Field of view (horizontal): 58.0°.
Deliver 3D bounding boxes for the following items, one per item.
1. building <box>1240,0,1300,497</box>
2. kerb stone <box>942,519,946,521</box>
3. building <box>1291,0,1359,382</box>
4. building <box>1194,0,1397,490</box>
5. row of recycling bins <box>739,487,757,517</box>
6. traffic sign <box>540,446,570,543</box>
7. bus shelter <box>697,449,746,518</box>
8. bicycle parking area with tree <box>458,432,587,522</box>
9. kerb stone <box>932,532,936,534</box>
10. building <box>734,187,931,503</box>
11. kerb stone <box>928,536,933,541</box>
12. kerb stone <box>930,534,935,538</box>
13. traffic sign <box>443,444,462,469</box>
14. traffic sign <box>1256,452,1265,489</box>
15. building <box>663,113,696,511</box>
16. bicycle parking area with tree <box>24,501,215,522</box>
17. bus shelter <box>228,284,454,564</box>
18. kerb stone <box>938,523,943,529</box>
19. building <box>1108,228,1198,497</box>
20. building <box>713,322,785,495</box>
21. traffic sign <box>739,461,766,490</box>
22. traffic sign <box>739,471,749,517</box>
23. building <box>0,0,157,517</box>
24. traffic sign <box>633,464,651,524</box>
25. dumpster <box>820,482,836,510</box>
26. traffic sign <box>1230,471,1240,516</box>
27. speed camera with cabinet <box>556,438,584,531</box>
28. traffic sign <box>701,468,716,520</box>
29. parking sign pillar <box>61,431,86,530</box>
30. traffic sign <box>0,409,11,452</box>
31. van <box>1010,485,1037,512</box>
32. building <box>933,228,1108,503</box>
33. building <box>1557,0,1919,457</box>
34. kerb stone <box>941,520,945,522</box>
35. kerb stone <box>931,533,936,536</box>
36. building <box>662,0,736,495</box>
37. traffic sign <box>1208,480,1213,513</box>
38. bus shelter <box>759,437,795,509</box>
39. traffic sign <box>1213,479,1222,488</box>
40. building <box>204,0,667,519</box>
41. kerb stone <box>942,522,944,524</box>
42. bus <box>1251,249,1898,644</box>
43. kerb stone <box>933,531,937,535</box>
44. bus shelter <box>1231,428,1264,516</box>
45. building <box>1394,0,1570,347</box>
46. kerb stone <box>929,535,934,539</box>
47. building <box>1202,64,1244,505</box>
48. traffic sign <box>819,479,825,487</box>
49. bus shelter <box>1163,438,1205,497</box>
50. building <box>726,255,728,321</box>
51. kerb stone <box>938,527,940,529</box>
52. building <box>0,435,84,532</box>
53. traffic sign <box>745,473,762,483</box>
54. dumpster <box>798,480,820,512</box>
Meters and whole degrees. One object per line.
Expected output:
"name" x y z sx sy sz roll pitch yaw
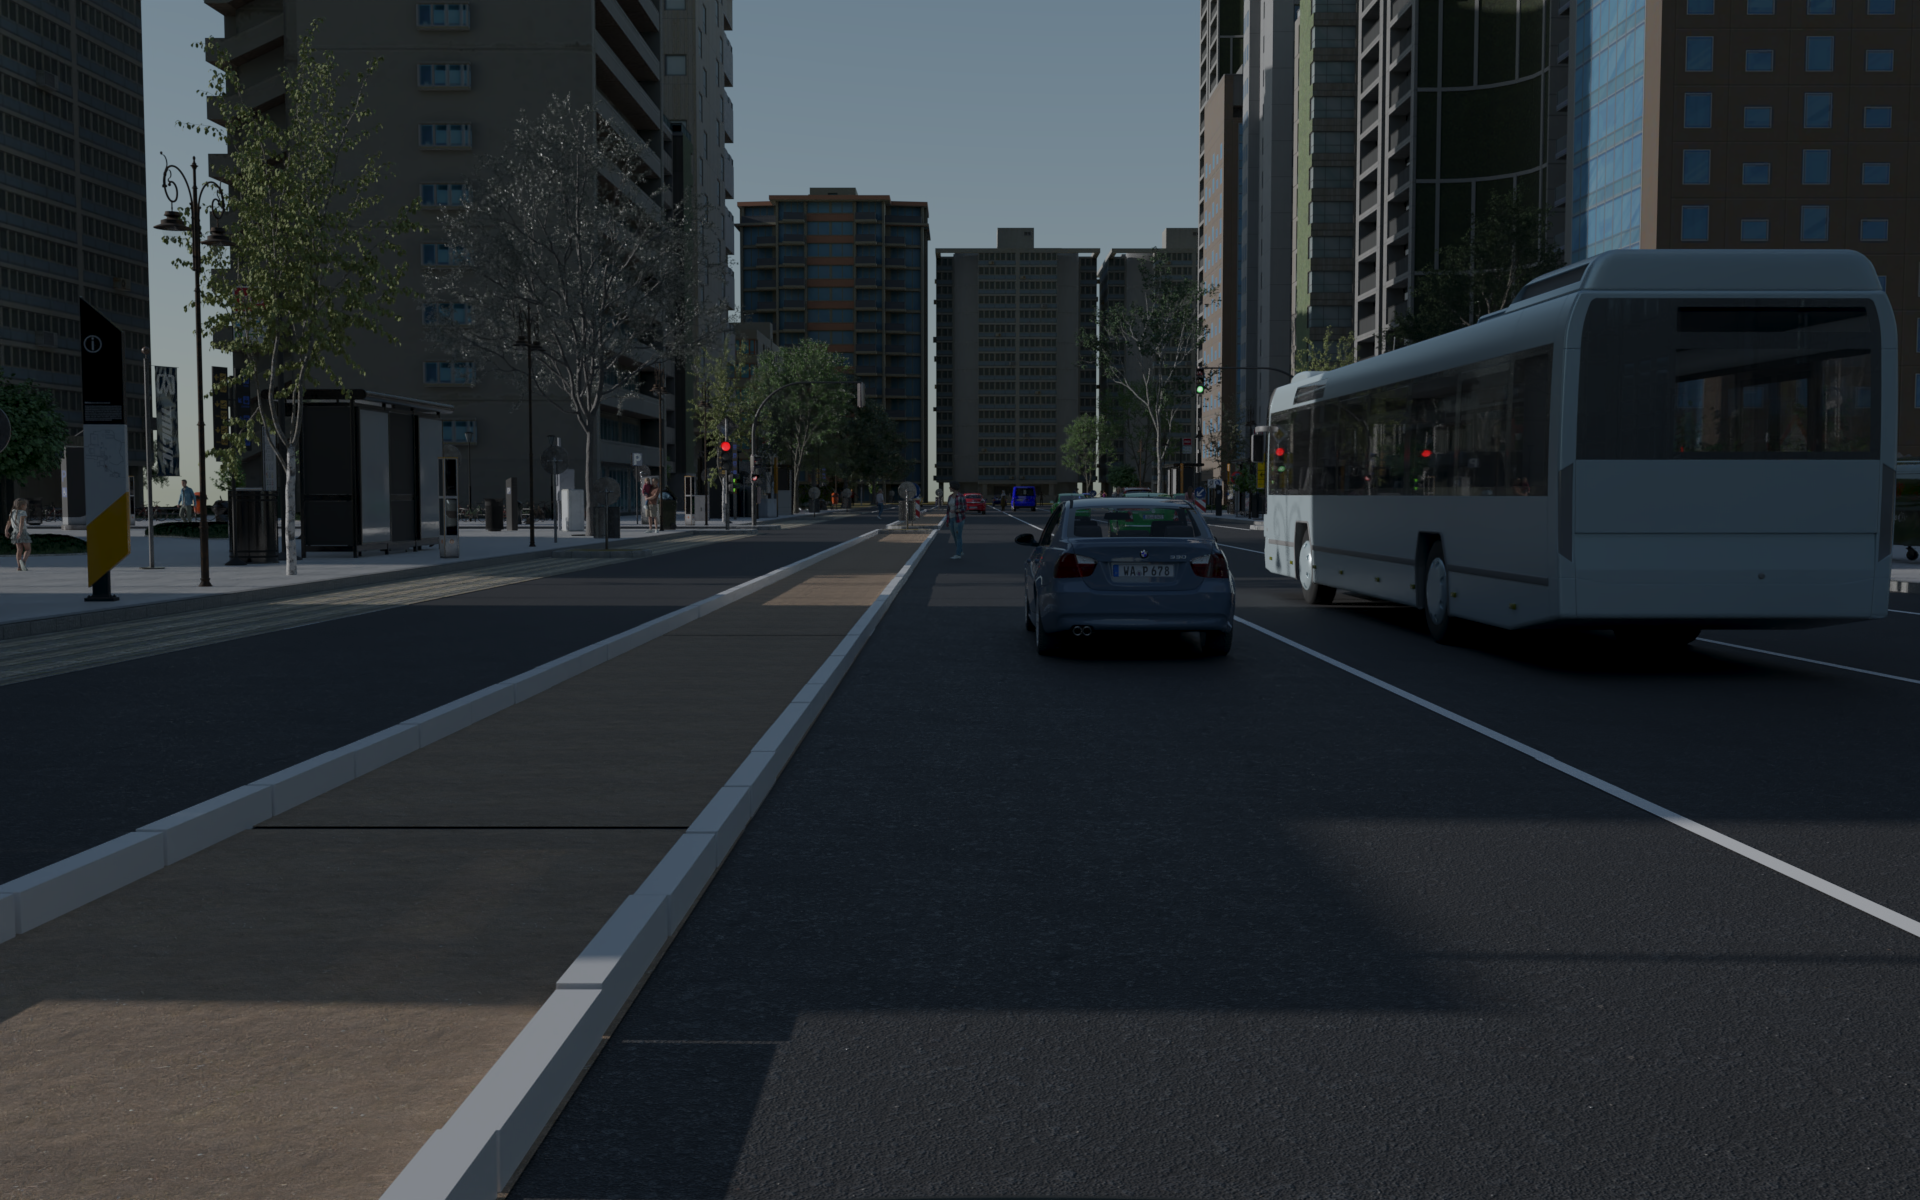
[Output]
"building" 36.723 -37.783 159.752 21.231 58.520 28.212 0 3 0
"kerb stone" -0.852 -3.560 80.438 0.120 0.150 1.000 0 3 0
"building" 32.697 -27.518 133.511 14.154 41.232 14.086 0 3 0
"building" 36.741 -46.509 198.667 20.563 71.187 20.611 0 3 0
"row of recycling bins" -12.396 -5.488 96.834 1.069 1.692 3.534 -2 4 -34
"traffic sign" -10.636 -2.776 45.486 0.768 2.556 0.104 0 4 1
"bus shelter" -12.548 -6.130 91.510 1.731 3.624 6.357 0 3 0
"bicycle parking area with tree" -21.416 -5.838 82.448 8.231 4.147 9.016 -3 5 -44
"kerb stone" -0.901 -1.961 54.260 0.120 0.150 1.000 0 3 0
"building" -18.765 -36.416 250.030 28.867 44.769 22.147 0 3 0
"kerb stone" -0.903 -1.647 49.139 0.120 0.150 1.000 0 3 0
"kerb stone" -0.903 -1.836 52.212 0.120 0.150 1.000 0 3 0
"traffic sign" -13.087 -2.696 44.187 0.768 2.556 0.104 0 4 7
"traffic sign" 15.619 -5.549 84.605 2.265 3.308 0.079 0 4 2
"building" -27.865 -21.854 129.021 14.160 30.474 14.107 0 3 0
"bicycle parking area with tree" -40.886 -5.895 83.387 9.016 4.147 8.231 -2 4 -26
"bus shelter" -12.856 -3.567 35.954 2.179 5.291 8.768 0 3 0
"kerb stone" -0.862 -2.998 71.215 0.120 0.150 1.000 0 3 0
"building" 32.813 -34.476 255.555 23.993 40.220 32.217 0 3 0
"building" -35.738 -21.465 195.990 28.899 21.520 27.650 0 3 0
"traffic sign" -13.193 -6.964 107.741 2.265 3.308 0.079 0 4 1
"traffic sign" -11.843 -5.795 94.852 0.768 2.556 0.104 0 4 8
"building" -60.986 -24.669 95.220 23.993 40.220 32.217 0 3 0
"traffic sign" -13.669 -4.544 74.408 0.768 2.556 0.104 1 4 9
"dumpster" -10.920 -8.487 141.248 1.502 2.255 1.985 0 3 0
"traffic sign" 15.453 -5.897 96.523 0.768 2.556 0.104 1 4 8
"speed camera with cabinet" -13.597 -4.034 60.288 0.660 3.252 2.038 -2 4 -25
"traffic sign" -12.265 -5.164 84.538 0.768 2.556 0.104 0 4 5
"parking sign pillar" -31.380 -4.493 61.925 1.447 3.967 1.447 3 4 38
"traffic sign" -13.542 -1.463 24.027 0.768 2.556 0.104 0 4 1
"van" 5.274 -8.498 143.326 2.240 2.365 5.245 0 3 0
"building" 8.105 -34.469 255.442 23.993 40.220 32.217 0 3 0
"building" 38.506 -26.559 84.350 14.200 45.320 14.600 0 3 0
"kerb stone" -0.852 -3.374 77.360 0.120 0.150 1.000 0 3 0
"kerb stone" -0.898 -1.895 53.238 0.120 0.150 1.000 0 3 0
"building" -35.520 -34.846 158.979 28.713 52.752 27.495 0 3 0
"traffic sign" 17.319 -7.154 119.089 0.606 2.300 0.079 0 4 3
"bus shelter" -12.859 -8.899 123.124 2.179 5.291 8.768 0 3 0
"traffic sign" 17.472 -7.058 117.522 0.606 2.300 0.079 0 4 2
"building" -29.348 -29.043 98.555 21.300 48.544 21.600 0 3 0
"kerb stone" -0.862 -3.123 73.262 0.120 0.150 1.000 0 3 0
"bus" 5.744 -1.517 19.659 2.948 3.499 13.247 0 4 0
"kerb stone" -0.891 -2.024 55.282 0.120 0.150 1.000 0 3 0
"bus shelter" 17.499 -7.688 103.332 2.179 5.291 8.768 0 3 0
"building" 35.081 -40.920 107.292 20.563 71.187 20.611 0 3 0
"kerb stone" -0.902 -1.710 50.161 0.120 0.150 1.000 0 3 0
"building" 33.403 -32.521 181.831 14.600 45.320 14.200 0 3 0
"traffic sign" -11.421 -8.815 144.223 0.768 2.556 0.104 0 4 2
"bus shelter" 15.480 -8.776 121.126 2.179 5.291 8.768 0 4 0
"building" -40.595 -34.395 245.947 14.086 41.232 14.154 0 3 0
"kerb stone" -0.881 -2.457 62.448 0.120 0.150 1.000 0 3 0
"building" -40.667 -23.617 40.762 28.867 44.769 22.147 0 3 0
"traffic sign" -10.175 -5.223 85.400 0.884 2.594 0.081 0 4 3
"dumpster" -10.762 -7.211 120.394 1.502 2.255 1.985 0 3 0
